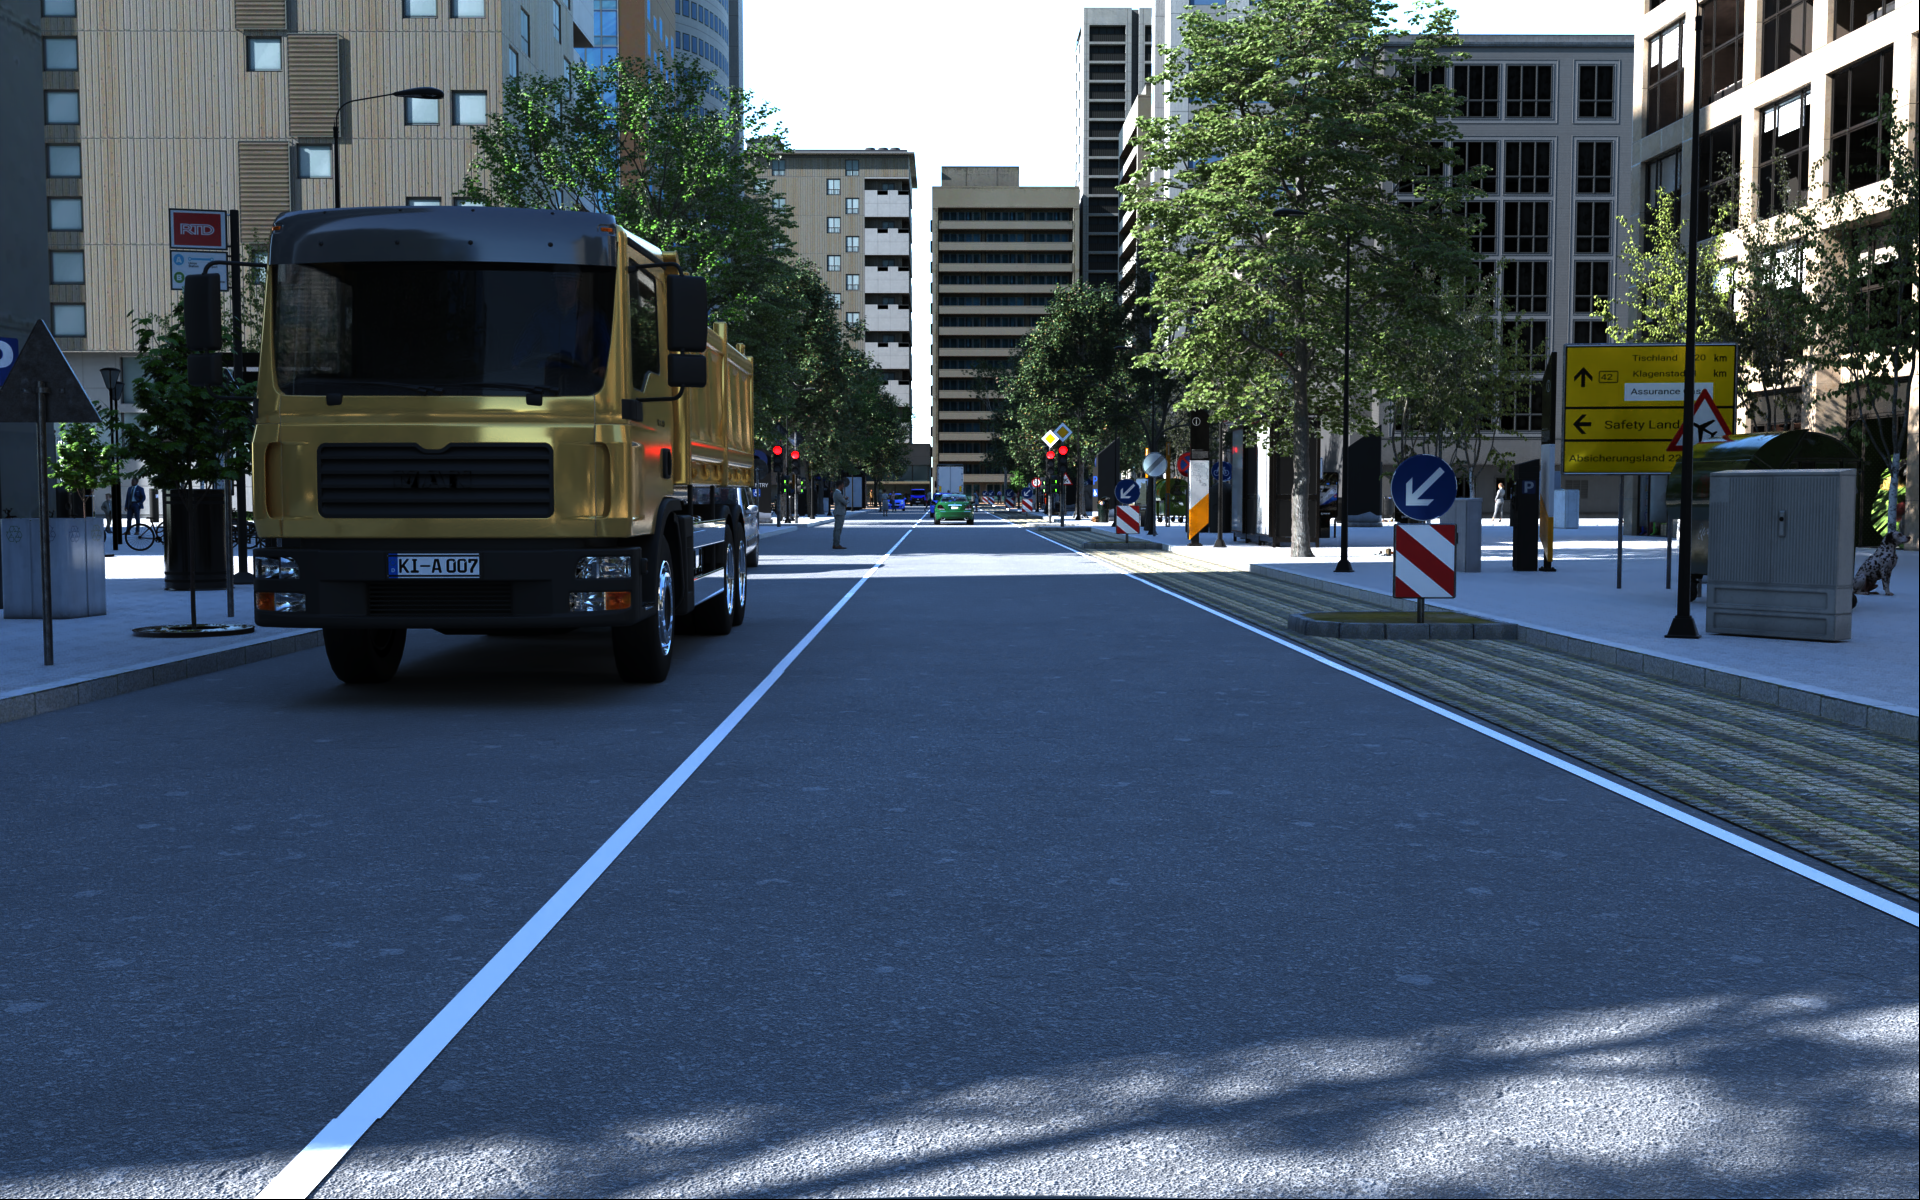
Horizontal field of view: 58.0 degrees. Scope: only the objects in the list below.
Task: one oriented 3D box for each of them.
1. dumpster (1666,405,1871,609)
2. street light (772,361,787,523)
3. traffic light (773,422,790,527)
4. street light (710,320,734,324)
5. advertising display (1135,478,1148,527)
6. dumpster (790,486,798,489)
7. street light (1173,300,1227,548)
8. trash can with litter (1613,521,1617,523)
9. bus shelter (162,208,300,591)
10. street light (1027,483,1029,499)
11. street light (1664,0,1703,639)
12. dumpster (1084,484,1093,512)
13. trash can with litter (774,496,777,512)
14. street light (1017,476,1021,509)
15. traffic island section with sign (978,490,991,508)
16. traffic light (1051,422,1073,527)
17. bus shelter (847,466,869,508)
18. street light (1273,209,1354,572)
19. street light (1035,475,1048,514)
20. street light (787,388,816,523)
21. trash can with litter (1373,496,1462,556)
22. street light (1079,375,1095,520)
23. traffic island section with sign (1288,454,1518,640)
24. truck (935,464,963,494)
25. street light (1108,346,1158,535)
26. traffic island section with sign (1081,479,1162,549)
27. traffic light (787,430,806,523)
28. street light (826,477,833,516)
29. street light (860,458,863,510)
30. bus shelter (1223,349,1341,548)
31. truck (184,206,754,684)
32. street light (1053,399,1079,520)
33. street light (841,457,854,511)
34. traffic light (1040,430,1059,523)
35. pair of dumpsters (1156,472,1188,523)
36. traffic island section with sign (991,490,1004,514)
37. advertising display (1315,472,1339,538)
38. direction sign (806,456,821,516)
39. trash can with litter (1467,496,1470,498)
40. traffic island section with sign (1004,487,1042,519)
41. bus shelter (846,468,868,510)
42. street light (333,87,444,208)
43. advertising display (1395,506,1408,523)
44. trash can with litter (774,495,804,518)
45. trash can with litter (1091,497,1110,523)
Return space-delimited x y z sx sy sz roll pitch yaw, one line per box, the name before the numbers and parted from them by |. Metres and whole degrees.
dumpster | 9.198 -1.057 19.779 1.502 2.255 1.985 0 4 -1
street light | -6.846 -5.328 59.647 1.470 5.913 1.316 0 4 -1
traffic light | -7.070 -4.813 67.616 0.839 4.253 0.868 0 4 -1
street light | -6.727 -4.508 46.251 1.470 5.913 1.316 0 4 -1
advertising display | 7.240 -3.834 67.904 0.123 1.923 0.974 -3 5 -40
dumpster | -11.115 -6.757 116.230 1.264 1.857 1.865 0 4 0
street light | 5.698 -4.211 41.393 1.470 5.913 1.316 0 4 -1
trash can with litter | 30.074 -4.077 77.711 1.678 1.210 2.233 0 4 -3
bus shelter | -10.043 -3.028 27.134 2.179 5.291 8.768 0 4 -1
street light | 5.052 -8.493 111.406 1.470 5.913 1.316 0 4 -1
street light | 5.936 -2.618 15.338 1.470 5.913 1.316 0 4 -1
dumpster | 7.823 -6.061 104.849 1.264 1.857 1.865 0 4 0
trash can with litter | -12.270 -6.585 119.058 1.055 1.170 0.624 2 4 35
street light | 5.014 -9.290 124.434 1.470 5.913 1.316 0 4 -1
traffic island section with sign | 3.076 -10.333 177.578 1.989 1.847 2.006 0 4 -1
traffic light | 3.991 -4.820 67.728 0.839 4.253 0.868 0 4 -1
bus shelter | -8.710 -9.541 147.278 1.731 3.624 6.357 0 4 0
street light | 5.787 -3.414 28.366 1.470 5.913 1.316 0 4 -1
street light | 5.184 -7.676 98.043 1.470 5.913 1.316 0 4 -1
street light | -7.015 -6.317 75.823 1.470 5.913 1.316 0 4 -1
trash can with litter | 9.410 -1.581 36.911 1.678 1.210 2.233 3 5 43
street light | 5.552 -5.819 67.686 1.470 5.913 1.316 0 4 -1
traffic island section with sign | 4.470 -0.566 17.882 1.989 1.847 2.006 0 4 -1
truck | -1.013 -10.911 167.313 2.839 4.237 11.283 0 4 -1
street light | 5.532 -5.013 54.500 1.470 5.913 1.316 0 4 -1
traffic island section with sign | 4.223 -2.262 45.604 1.989 1.847 2.006 0 4 -1
traffic light | -7.140 -5.302 75.600 0.839 4.253 0.868 0 4 -1
street light | -7.043 -7.114 88.851 1.470 5.913 1.316 0 4 -1
street light | -7.348 -8.768 115.893 1.470 5.913 1.316 0 4 -1
bus shelter | 8.242 -4.152 45.522 2.179 5.291 8.768 0 4 0
truck | -3.524 -1.182 15.250 3.469 3.379 9.791 0 4 -2
street light | 5.253 -6.864 84.772 1.470 5.913 1.316 0 4 -1
street light | -7.158 -7.923 102.082 1.470 5.913 1.316 0 4 -1
traffic light | 3.921 -5.308 75.713 0.839 4.253 0.868 0 4 -1
pair of dumpsters | 9.495 -4.627 78.138 1.574 2.255 4.437 0 4 -1
traffic island section with sign | 3.514 -7.267 127.438 1.989 1.847 2.006 0 4 -1
advertising display | 10.640 -2.774 50.567 0.974 1.923 0.123 -2 4 -31
direction sign | -8.637 -6.742 102.221 0.876 3.537 0.379 -1 4 -16
trash can with litter | 19.199 -3.444 67.366 2.233 1.210 1.678 0 4 4
traffic island section with sign | 3.751 -5.617 100.472 1.989 1.847 2.006 0 4 -1
bus shelter | -8.446 -8.833 138.347 2.014 3.302 5.546 0 4 -1
street light | -6.586 -2.898 19.920 1.470 5.913 1.316 0 4 -1
advertising display | 11.119 -2.318 43.105 0.123 1.923 0.974 -1 4 -15
trash can with litter | -9.239 -5.037 93.407 1.678 1.210 2.233 0 4 -2
trash can with litter | 6.270 -4.062 77.804 0.624 1.170 1.055 -2 4 -34
